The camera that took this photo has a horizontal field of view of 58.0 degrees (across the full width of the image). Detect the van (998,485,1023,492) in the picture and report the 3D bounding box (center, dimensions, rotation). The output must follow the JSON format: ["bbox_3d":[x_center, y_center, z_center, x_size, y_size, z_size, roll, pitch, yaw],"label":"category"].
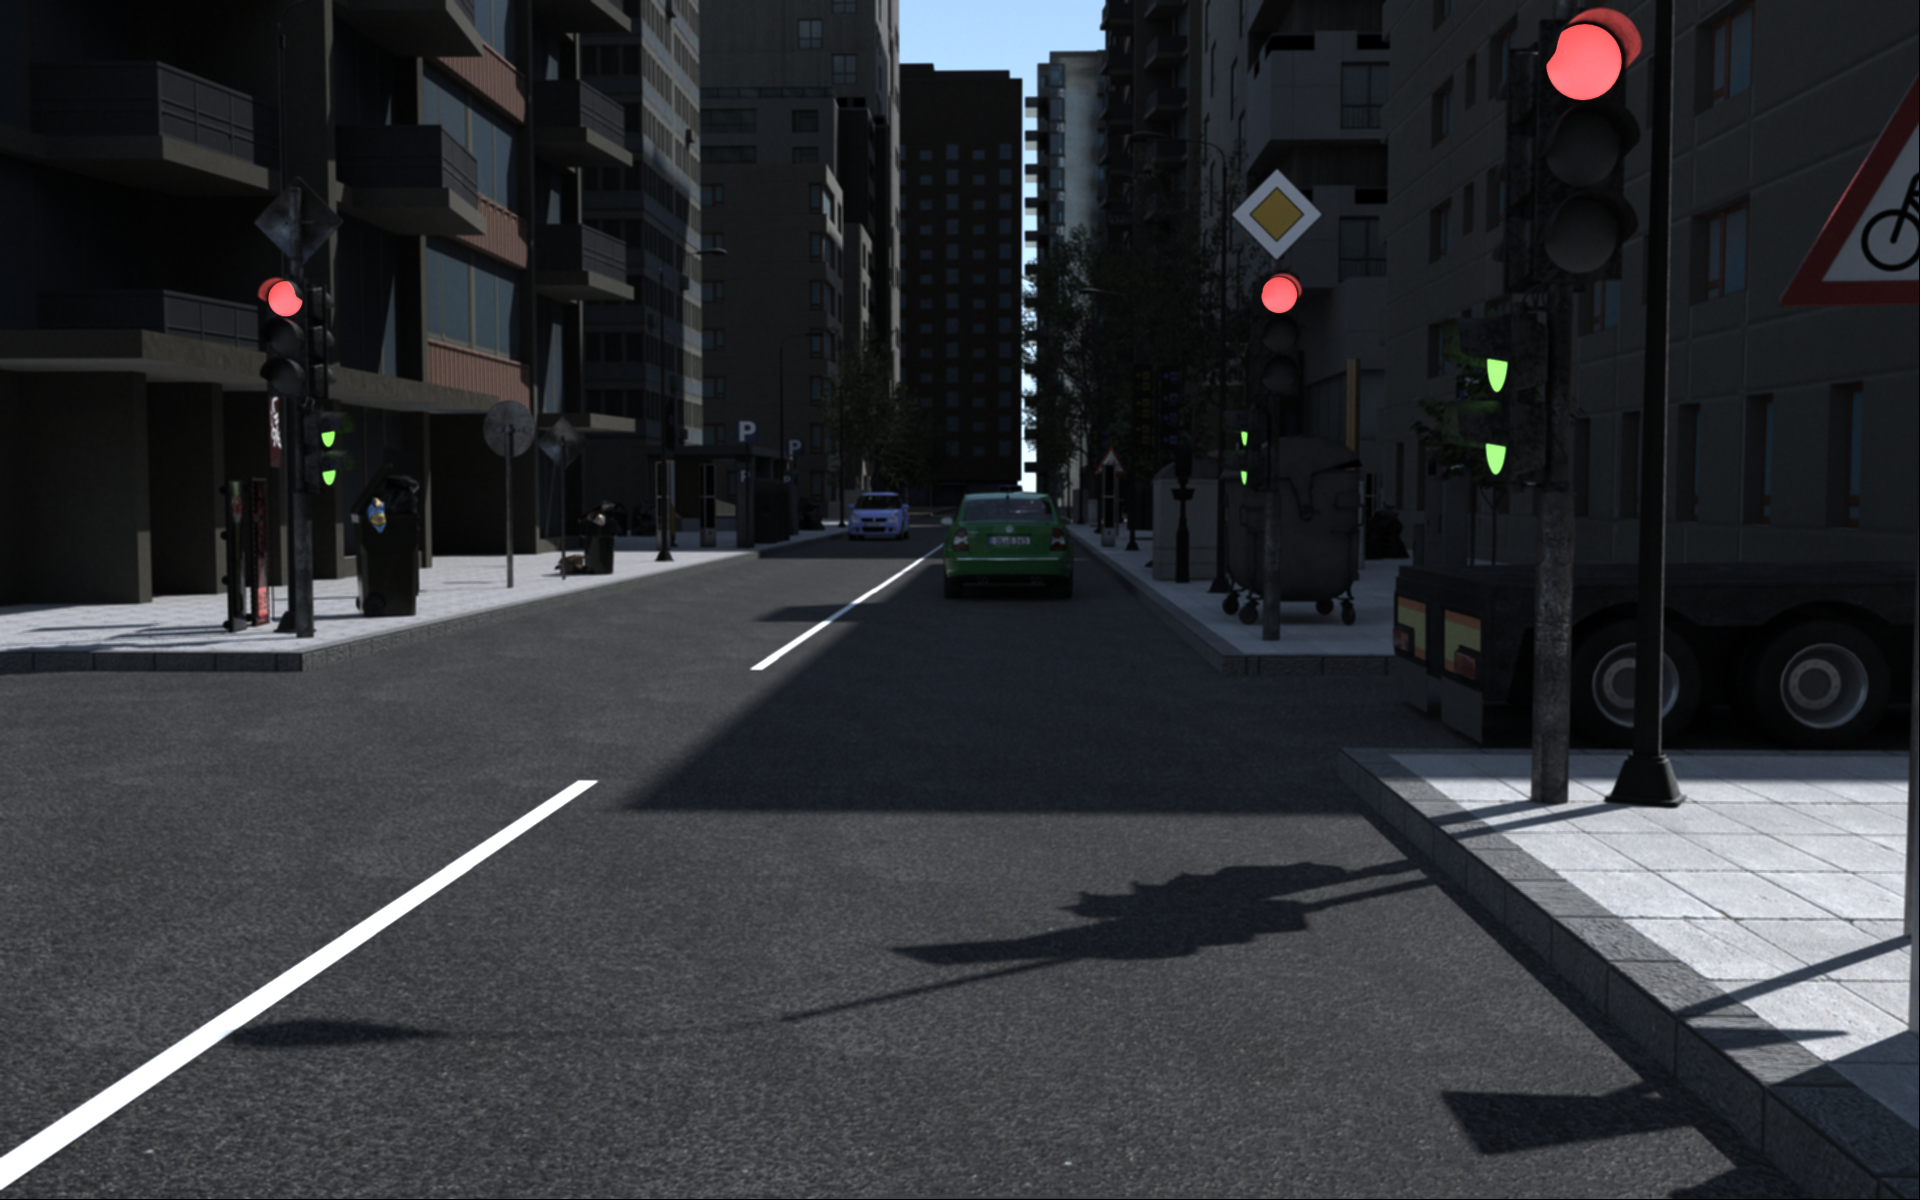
[{"bbox_3d":[3.478,-7.109,120.609,2.240,2.365,5.245,0,4,1],"label":"van"}]

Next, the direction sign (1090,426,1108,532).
[{"bbox_3d":[4.676,-4.053,58.266,0.876,3.537,0.379,-3,5,-44],"label":"direction sign"}]

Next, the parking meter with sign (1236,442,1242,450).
[{"bbox_3d":[10.109,-3.766,57.843,1.738,3.016,0.543,0,4,-4],"label":"parking meter with sign"}]

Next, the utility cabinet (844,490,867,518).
[{"bbox_3d":[-5.445,-5.018,90.715,1.173,1.500,0.318,0,4,8],"label":"utility cabinet"}]

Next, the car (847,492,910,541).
[{"bbox_3d":[-2.533,-2.746,54.488,1.945,1.707,3.694,0,4,3],"label":"car"}]

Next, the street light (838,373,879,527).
[{"bbox_3d":[-4.008,-5.749,66.534,1.470,5.913,1.316,0,4,2],"label":"street light"}]

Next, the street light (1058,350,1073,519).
[{"bbox_3d":[4.003,-5.108,56.055,1.470,5.913,1.316,0,4,2],"label":"street light"}]

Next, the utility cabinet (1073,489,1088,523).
[{"bbox_3d":[5.251,-4.094,75.623,0.318,1.500,1.173,2,4,24],"label":"utility cabinet"}]

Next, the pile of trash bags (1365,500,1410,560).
[{"bbox_3d":[7.569,-1.571,35.443,1.912,1.369,3.447,-2,4,-28],"label":"pile of trash bags"}]

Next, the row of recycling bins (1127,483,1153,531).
[{"bbox_3d":[7.323,-3.289,60.896,3.534,1.692,1.069,3,5,44],"label":"row of recycling bins"}]

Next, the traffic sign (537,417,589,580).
[{"bbox_3d":[-5.936,-1.511,25.892,0.795,2.450,0.064,0,4,4],"label":"traffic sign"}]

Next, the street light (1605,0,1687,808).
[{"bbox_3d":[2.334,-2.114,7.104,1.470,5.913,1.316,0,4,2],"label":"street light"}]

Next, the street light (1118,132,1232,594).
[{"bbox_3d":[2.850,-3.047,22.363,1.470,5.913,1.316,0,4,2],"label":"street light"}]

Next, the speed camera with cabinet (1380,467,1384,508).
[{"bbox_3d":[13.812,-3.746,55.586,0.660,3.252,2.038,1,4,13],"label":"speed camera with cabinet"}]

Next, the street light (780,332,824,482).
[{"bbox_3d":[-4.586,-4.723,49.761,1.470,5.913,1.316,0,4,2],"label":"street light"}]

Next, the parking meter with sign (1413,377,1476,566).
[{"bbox_3d":[7.344,-1.823,26.066,0.543,3.016,1.738,-1,4,-10],"label":"parking meter with sign"}]

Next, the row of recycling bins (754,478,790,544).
[{"bbox_3d":[-5.214,-2.408,46.477,1.069,1.692,3.534,0,4,2],"label":"row of recycling bins"}]

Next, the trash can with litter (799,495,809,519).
[{"bbox_3d":[-8.228,-4.642,86.949,2.233,1.210,1.678,-1,4,-20],"label":"trash can with litter"}]

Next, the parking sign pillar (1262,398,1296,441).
[{"bbox_3d":[7.557,-3.248,41.569,1.447,3.967,1.447,-1,4,-15],"label":"parking sign pillar"}]

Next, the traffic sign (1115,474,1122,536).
[{"bbox_3d":[4.784,-3.212,52.621,0.768,2.556,0.104,0,4,4],"label":"traffic sign"}]

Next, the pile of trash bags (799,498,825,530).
[{"bbox_3d":[-5.955,-3.214,62.299,1.912,1.369,3.447,-1,4,-12],"label":"pile of trash bags"}]

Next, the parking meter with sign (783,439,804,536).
[{"bbox_3d":[-5.321,-3.522,53.846,0.543,3.016,1.738,1,4,9],"label":"parking meter with sign"}]

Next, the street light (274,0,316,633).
[{"bbox_3d":[-5.653,-2.653,15.923,1.470,5.913,1.316,0,4,2],"label":"street light"}]

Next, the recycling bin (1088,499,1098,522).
[{"bbox_3d":[6.470,-4.204,81.290,0.722,1.027,0.722,-2,4,-35],"label":"recycling bin"}]

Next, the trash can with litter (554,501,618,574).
[{"bbox_3d":[-6.018,-1.001,27.751,1.055,1.170,0.624,1,4,22],"label":"trash can with litter"}]

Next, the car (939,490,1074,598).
[{"bbox_3d":[0.667,-1.001,25.160,1.959,1.807,4.718,0,4,0],"label":"car"}]

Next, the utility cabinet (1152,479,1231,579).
[{"bbox_3d":[3.475,-1.055,25.924,1.173,1.500,0.318,-1,4,-19],"label":"utility cabinet"}]

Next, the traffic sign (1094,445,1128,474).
[{"bbox_3d":[4.026,-2.825,46.188,0.884,2.594,0.081,0,4,4],"label":"traffic sign"}]

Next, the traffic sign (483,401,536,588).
[{"bbox_3d":[-6.163,-1.440,23.656,0.768,2.556,0.104,1,4,10],"label":"traffic sign"}]

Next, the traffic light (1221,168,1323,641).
[{"bbox_3d":[2.716,-1.601,15.099,0.839,4.253,0.868,0,4,2],"label":"traffic light"}]

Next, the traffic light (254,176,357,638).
[{"bbox_3d":[-5.841,-1.618,15.375,0.839,4.253,0.868,0,4,2],"label":"traffic light"}]

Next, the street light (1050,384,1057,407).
[{"bbox_3d":[4.589,-6.165,73.332,1.470,5.913,1.316,0,4,2],"label":"street light"}]

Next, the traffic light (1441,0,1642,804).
[{"bbox_3d":[2.443,-1.113,7.119,0.839,4.253,0.868,0,4,2],"label":"traffic light"}]

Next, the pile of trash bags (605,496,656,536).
[{"bbox_3d":[-10.787,-2.639,52.903,3.447,1.369,1.912,-1,4,-8],"label":"pile of trash bags"}]

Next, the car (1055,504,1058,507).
[{"bbox_3d":[2.270,-3.090,59.559,2.155,1.783,4.494,0,4,4],"label":"car"}]

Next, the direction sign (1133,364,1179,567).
[{"bbox_3d":[3.440,-2.349,30.402,0.876,3.537,0.379,-1,4,-20],"label":"direction sign"}]

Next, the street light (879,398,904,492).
[{"bbox_3d":[-3.383,-6.803,83.774,1.470,5.913,1.316,0,4,2],"label":"street light"}]

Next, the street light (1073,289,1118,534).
[{"bbox_3d":[3.384,-4.082,39.283,1.470,5.913,1.316,0,4,2],"label":"street light"}]

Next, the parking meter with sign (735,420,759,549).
[{"bbox_3d":[-5.131,-2.764,41.457,0.543,3.016,1.738,-1,4,-10],"label":"parking meter with sign"}]

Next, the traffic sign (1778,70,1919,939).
[{"bbox_3d":[2.767,-0.302,4.938,0.884,2.594,0.081,0,4,5],"label":"traffic sign"}]

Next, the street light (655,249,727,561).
[{"bbox_3d":[-5.119,-3.696,32.973,1.470,5.913,1.316,0,4,2],"label":"street light"}]
